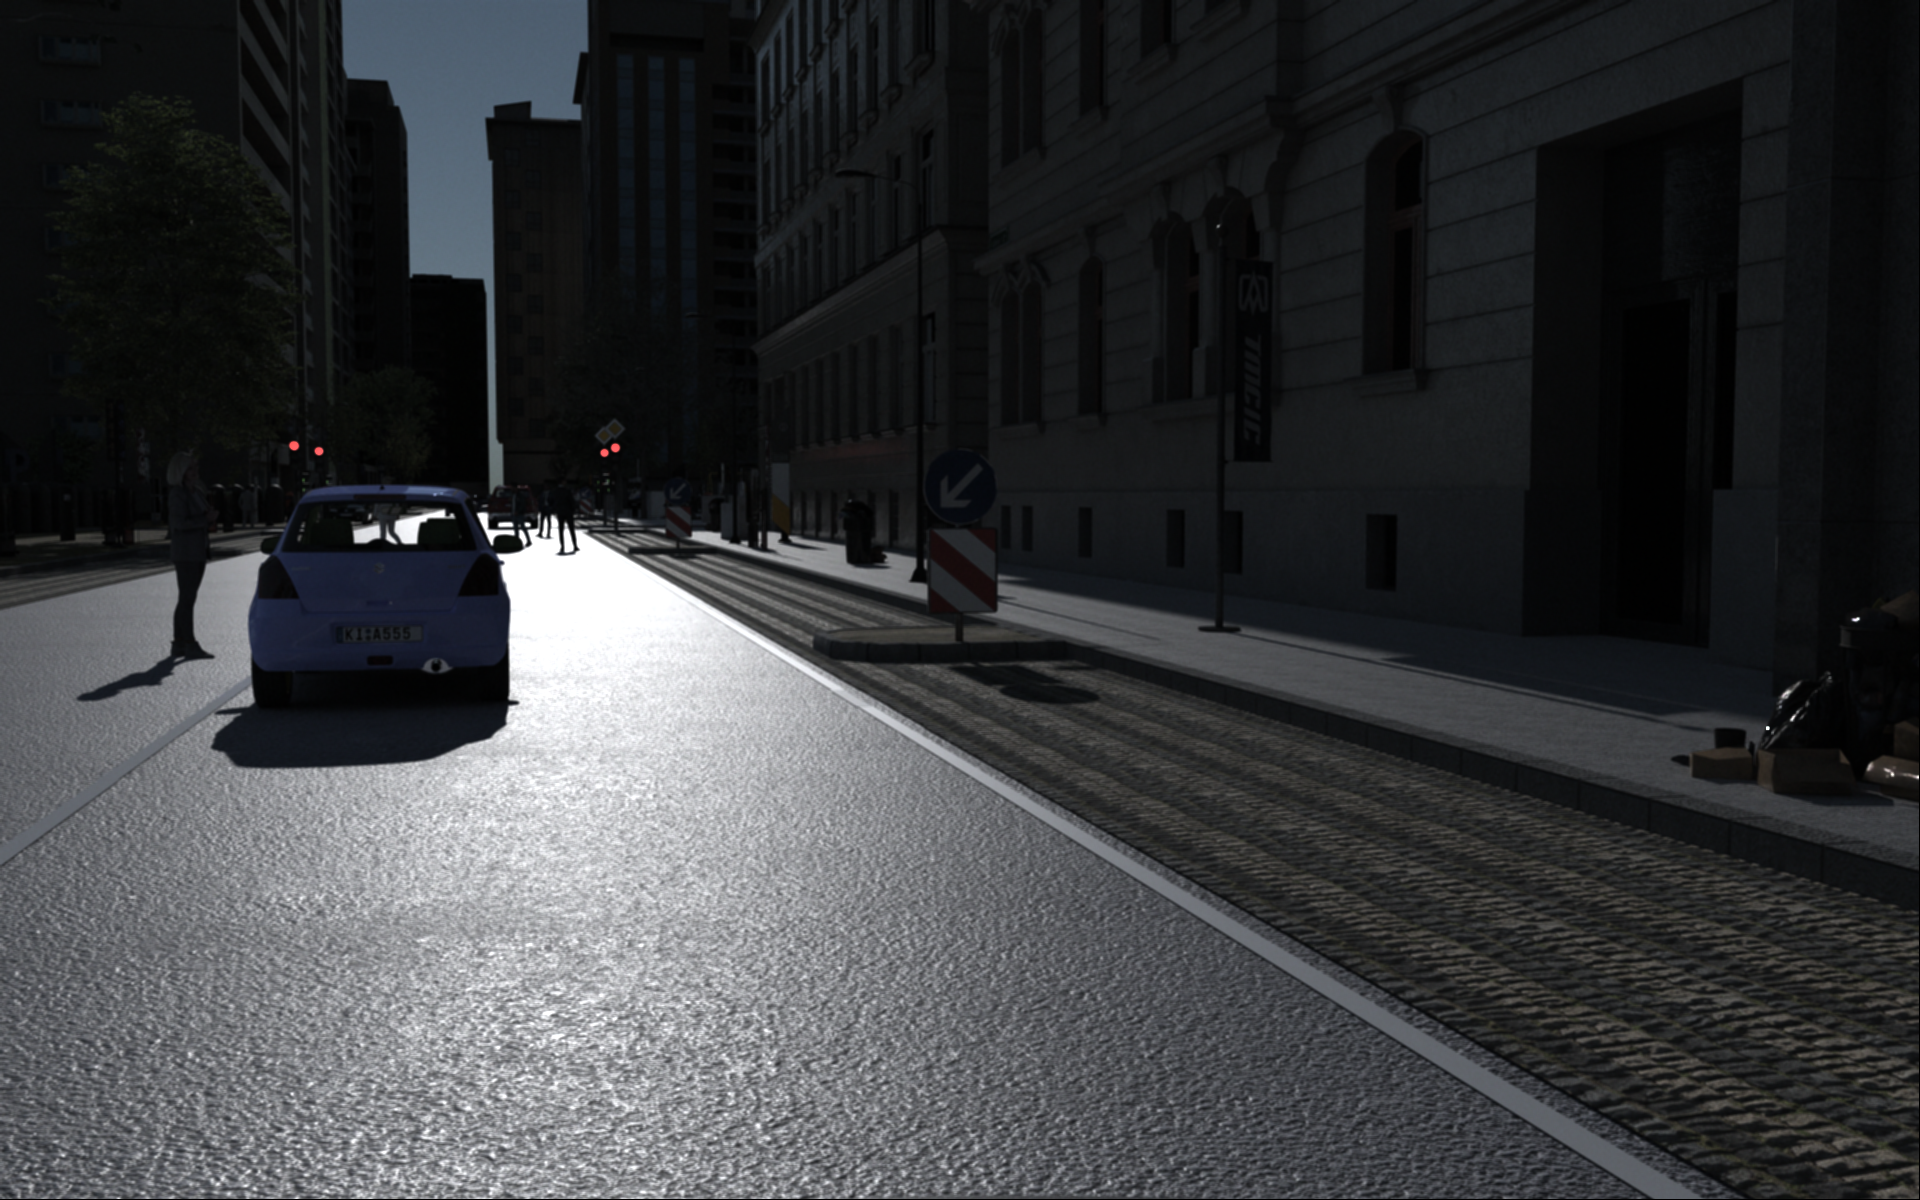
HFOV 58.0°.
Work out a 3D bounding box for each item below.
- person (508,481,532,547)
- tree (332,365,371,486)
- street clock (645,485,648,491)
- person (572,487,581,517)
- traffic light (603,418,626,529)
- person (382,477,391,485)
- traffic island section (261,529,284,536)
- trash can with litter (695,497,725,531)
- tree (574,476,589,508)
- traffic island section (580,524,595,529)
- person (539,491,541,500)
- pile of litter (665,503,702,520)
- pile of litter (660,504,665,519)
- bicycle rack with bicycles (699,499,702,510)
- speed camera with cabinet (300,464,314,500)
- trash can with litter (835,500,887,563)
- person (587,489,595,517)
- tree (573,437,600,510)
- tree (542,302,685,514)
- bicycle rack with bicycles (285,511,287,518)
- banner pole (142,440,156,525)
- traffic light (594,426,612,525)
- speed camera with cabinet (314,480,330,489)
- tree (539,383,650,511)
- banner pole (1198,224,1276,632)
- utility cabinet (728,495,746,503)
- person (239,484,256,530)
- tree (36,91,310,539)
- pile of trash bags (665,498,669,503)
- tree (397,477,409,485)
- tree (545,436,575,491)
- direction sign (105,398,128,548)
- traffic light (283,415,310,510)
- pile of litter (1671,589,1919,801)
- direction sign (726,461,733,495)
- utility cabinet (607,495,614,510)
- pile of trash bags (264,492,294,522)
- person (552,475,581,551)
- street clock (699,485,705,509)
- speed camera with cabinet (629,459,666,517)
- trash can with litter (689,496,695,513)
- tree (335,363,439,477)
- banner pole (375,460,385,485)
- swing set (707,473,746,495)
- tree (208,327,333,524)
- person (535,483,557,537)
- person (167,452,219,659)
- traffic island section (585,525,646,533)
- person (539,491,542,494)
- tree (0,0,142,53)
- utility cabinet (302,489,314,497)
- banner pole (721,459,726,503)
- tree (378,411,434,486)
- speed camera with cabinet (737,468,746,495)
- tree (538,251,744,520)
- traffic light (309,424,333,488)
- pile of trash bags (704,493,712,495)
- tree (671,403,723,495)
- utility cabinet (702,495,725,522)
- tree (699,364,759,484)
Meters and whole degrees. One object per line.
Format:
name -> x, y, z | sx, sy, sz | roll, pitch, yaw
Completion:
person -> -12.054, -2.348, 47.236 | 0.623, 1.781, 0.721 | 2, 4, 32
tree -> -34.988, -8.981, 97.210 | 4.737, 8.622, 4.395 | 0, 3, 0
street clock -> -25.980, -8.470, 143.047 | 0.358, 2.002, 0.471 | 2, 4, 31
person -> -21.974, -5.534, 99.075 | 0.850, 1.850, 0.679 | 2, 4, 27
traffic light -> -12.751, -4.591, 63.981 | 0.839, 4.253, 0.868 | -1, 4, -14
person -> -13.453, -1.984, 40.813 | 0.818, 1.842, 0.514 | 2, 4, 30
traffic island section -> -23.502, -2.389, 61.346 | 2.009, 0.180, 2.903 | -1, 4, -14
trash can with litter -> -8.531, -2.959, 59.768 | 0.624, 1.170, 1.055 | -2, 4, -34
tree -> -35.271, -10.140, 160.383 | 1.663, 3.219, 1.824 | 0, 3, 0
traffic island section -> -14.698, -3.031, 71.840 | 2.009, 0.180, 2.903 | -1, 4, -14
person -> -43.636, -10.425, 179.744 | 0.721, 1.735, 1.217 | 0, 4, 5
pile of litter -> -13.534, -4.421, 86.242 | 1.719, 0.858, 1.176 | 3, 4, 36
pile of litter -> -14.981, -4.658, 90.122 | 1.176, 0.858, 1.719 | -2, 4, -28
bicycle rack with bicycles -> -20.658, -7.809, 141.063 | 2.852, 0.926, 2.925 | 0, 4, -3
speed camera with cabinet -> -42.794, -7.248, 112.847 | 0.660, 3.252, 2.038 | 3, 4, 38
trash can with litter -> -1.818, -1.276, 32.251 | 0.624, 1.170, 1.055 | 2, 4, 26
person -> -20.925, -5.427, 98.231 | 0.512, 1.701, 0.522 | 1, 4, 12
tree -> -29.742, -11.607, 140.144 | 4.737, 8.622, 4.395 | 0, 3, 0
tree -> -22.630, -12.671, 113.831 | 9.857, 13.997, 8.962 | 0, 3, 0
bicycle rack with bicycles -> -33.960, -4.313, 83.893 | 2.925, 0.926, 2.852 | 0, 4, 8
banner pole -> -33.157, -4.945, 70.862 | 0.863, 3.779, 0.401 | 2, 4, 23
traffic light -> -14.739, -5.064, 71.715 | 0.839, 4.253, 0.868 | -1, 4, -14
speed camera with cabinet -> -40.041, -7.069, 109.910 | 2.038, 3.252, 0.660 | 3, 5, 44
tree -> -27.862, -12.162, 133.269 | 8.767, 10.594, 7.601 | -2, 4, -23
banner pole -> 2.632, -1.607, 16.295 | 0.863, 3.779, 0.401 | -2, 4, -32
utility cabinet -> -11.874, -4.982, 92.613 | 1.020, 1.237, 0.306 | -2, 4, -29
person -> -26.173, -3.355, 63.632 | 0.678, 1.792, 0.850 | 0, 4, -7
tree -> -22.565, -8.062, 49.938 | 7.486, 12.596, 7.792 | 0, 3, 0
pile of trash bags -> -21.844, -7.110, 125.999 | 1.912, 1.369, 3.447 | -2, 4, -29
tree -> -55.891, -11.009, 174.605 | 1.663, 3.219, 1.824 | 0, 3, 0
tree -> -49.864, -16.283, 216.595 | 4.360, 8.622, 3.978 | 0, 3, 0
direction sign -> -20.057, -3.010, 41.205 | 0.379, 3.537, 0.876 | 0, 4, -1
traffic light -> -23.461, -4.422, 61.221 | 0.839, 4.253, 0.868 | -1, 4, -14
pile of litter -> 4.000, 0.392, 7.556 | 1.176, 0.858, 1.719 | -2, 4, -24
direction sign -> -15.460, -7.635, 116.832 | 0.876, 3.537, 0.379 | 2, 4, 33
utility cabinet -> -28.070, -7.815, 138.930 | 1.020, 1.237, 0.306 | 0, 4, -8
pile of trash bags -> -31.172, -4.299, 80.037 | 1.912, 1.369, 3.447 | -1, 4, -14
person -> -9.950, -2.192, 43.695 | 0.648, 1.900, 0.474 | 0, 4, 5
street clock -> -21.419, -8.523, 143.928 | 0.358, 2.002, 0.471 | 2, 4, 32
speed camera with cabinet -> -17.558, -6.293, 97.219 | 2.038, 3.252, 0.660 | -3, 5, -41
trash can with litter -> -17.108, -6.215, 113.001 | 1.055, 1.170, 0.624 | -3, 5, -39
tree -> -45.118, -12.871, 136.188 | 9.928, 11.665, 9.643 | 0, 3, 0
banner pole -> -41.975, -8.274, 125.291 | 0.863, 3.779, 0.401 | 0, 4, -8
swing set -> -16.966, -7.969, 127.905 | 3.119, 2.851, 2.862 | -1, 4, -21
tree -> -29.990, -7.544, 73.704 | 4.737, 8.622, 4.395 | 0, 3, 0
person -> -13.934, -3.034, 58.292 | 0.721, 1.800, 0.419 | 1, 4, 9
person -> -6.740, -0.405, 15.300 | 0.526, 1.800, 0.537 | 1, 4, 9
traffic island section -> -12.709, -2.558, 64.105 | 2.009, 0.180, 2.903 | -1, 4, -14
person -> -46.205, -11.163, 191.035 | 1.348, 1.821, 0.705 | 0, 4, -8
tree -> -17.397, -10.338, 24.912 | 12.611, 20.169, 13.585 | 0, 3, 0
utility cabinet -> -31.244, -4.561, 83.246 | 0.318, 1.500, 1.173 | -3, 5, -43
banner pole -> -16.726, -8.108, 122.581 | 0.401, 3.779, 0.863 | 1, 4, 15
tree -> -50.209, -12.680, 157.686 | 4.360, 8.622, 3.978 | 0, 3, 0
speed camera with cabinet -> -16.238, -8.358, 130.996 | 0.660, 3.252, 2.038 | 2, 4, 33
tree -> -16.089, -10.837, 87.555 | 12.009, 13.543, 11.850 | 0, 3, 0
traffic light -> -25.450, -4.895, 68.956 | 0.839, 4.253, 0.868 | -1, 4, -14
pile of trash bags -> -13.887, -5.821, 104.925 | 3.447, 1.369, 1.912 | 0, 4, 3
tree -> -20.245, -11.328, 135.574 | 4.737, 8.622, 4.395 | 0, 3, 0
utility cabinet -> -11.186, -4.122, 78.556 | 1.020, 1.237, 0.306 | -1, 4, -18
tree -> -12.730, -9.015, 97.761 | 4.360, 8.622, 3.978 | 0, 3, 0
